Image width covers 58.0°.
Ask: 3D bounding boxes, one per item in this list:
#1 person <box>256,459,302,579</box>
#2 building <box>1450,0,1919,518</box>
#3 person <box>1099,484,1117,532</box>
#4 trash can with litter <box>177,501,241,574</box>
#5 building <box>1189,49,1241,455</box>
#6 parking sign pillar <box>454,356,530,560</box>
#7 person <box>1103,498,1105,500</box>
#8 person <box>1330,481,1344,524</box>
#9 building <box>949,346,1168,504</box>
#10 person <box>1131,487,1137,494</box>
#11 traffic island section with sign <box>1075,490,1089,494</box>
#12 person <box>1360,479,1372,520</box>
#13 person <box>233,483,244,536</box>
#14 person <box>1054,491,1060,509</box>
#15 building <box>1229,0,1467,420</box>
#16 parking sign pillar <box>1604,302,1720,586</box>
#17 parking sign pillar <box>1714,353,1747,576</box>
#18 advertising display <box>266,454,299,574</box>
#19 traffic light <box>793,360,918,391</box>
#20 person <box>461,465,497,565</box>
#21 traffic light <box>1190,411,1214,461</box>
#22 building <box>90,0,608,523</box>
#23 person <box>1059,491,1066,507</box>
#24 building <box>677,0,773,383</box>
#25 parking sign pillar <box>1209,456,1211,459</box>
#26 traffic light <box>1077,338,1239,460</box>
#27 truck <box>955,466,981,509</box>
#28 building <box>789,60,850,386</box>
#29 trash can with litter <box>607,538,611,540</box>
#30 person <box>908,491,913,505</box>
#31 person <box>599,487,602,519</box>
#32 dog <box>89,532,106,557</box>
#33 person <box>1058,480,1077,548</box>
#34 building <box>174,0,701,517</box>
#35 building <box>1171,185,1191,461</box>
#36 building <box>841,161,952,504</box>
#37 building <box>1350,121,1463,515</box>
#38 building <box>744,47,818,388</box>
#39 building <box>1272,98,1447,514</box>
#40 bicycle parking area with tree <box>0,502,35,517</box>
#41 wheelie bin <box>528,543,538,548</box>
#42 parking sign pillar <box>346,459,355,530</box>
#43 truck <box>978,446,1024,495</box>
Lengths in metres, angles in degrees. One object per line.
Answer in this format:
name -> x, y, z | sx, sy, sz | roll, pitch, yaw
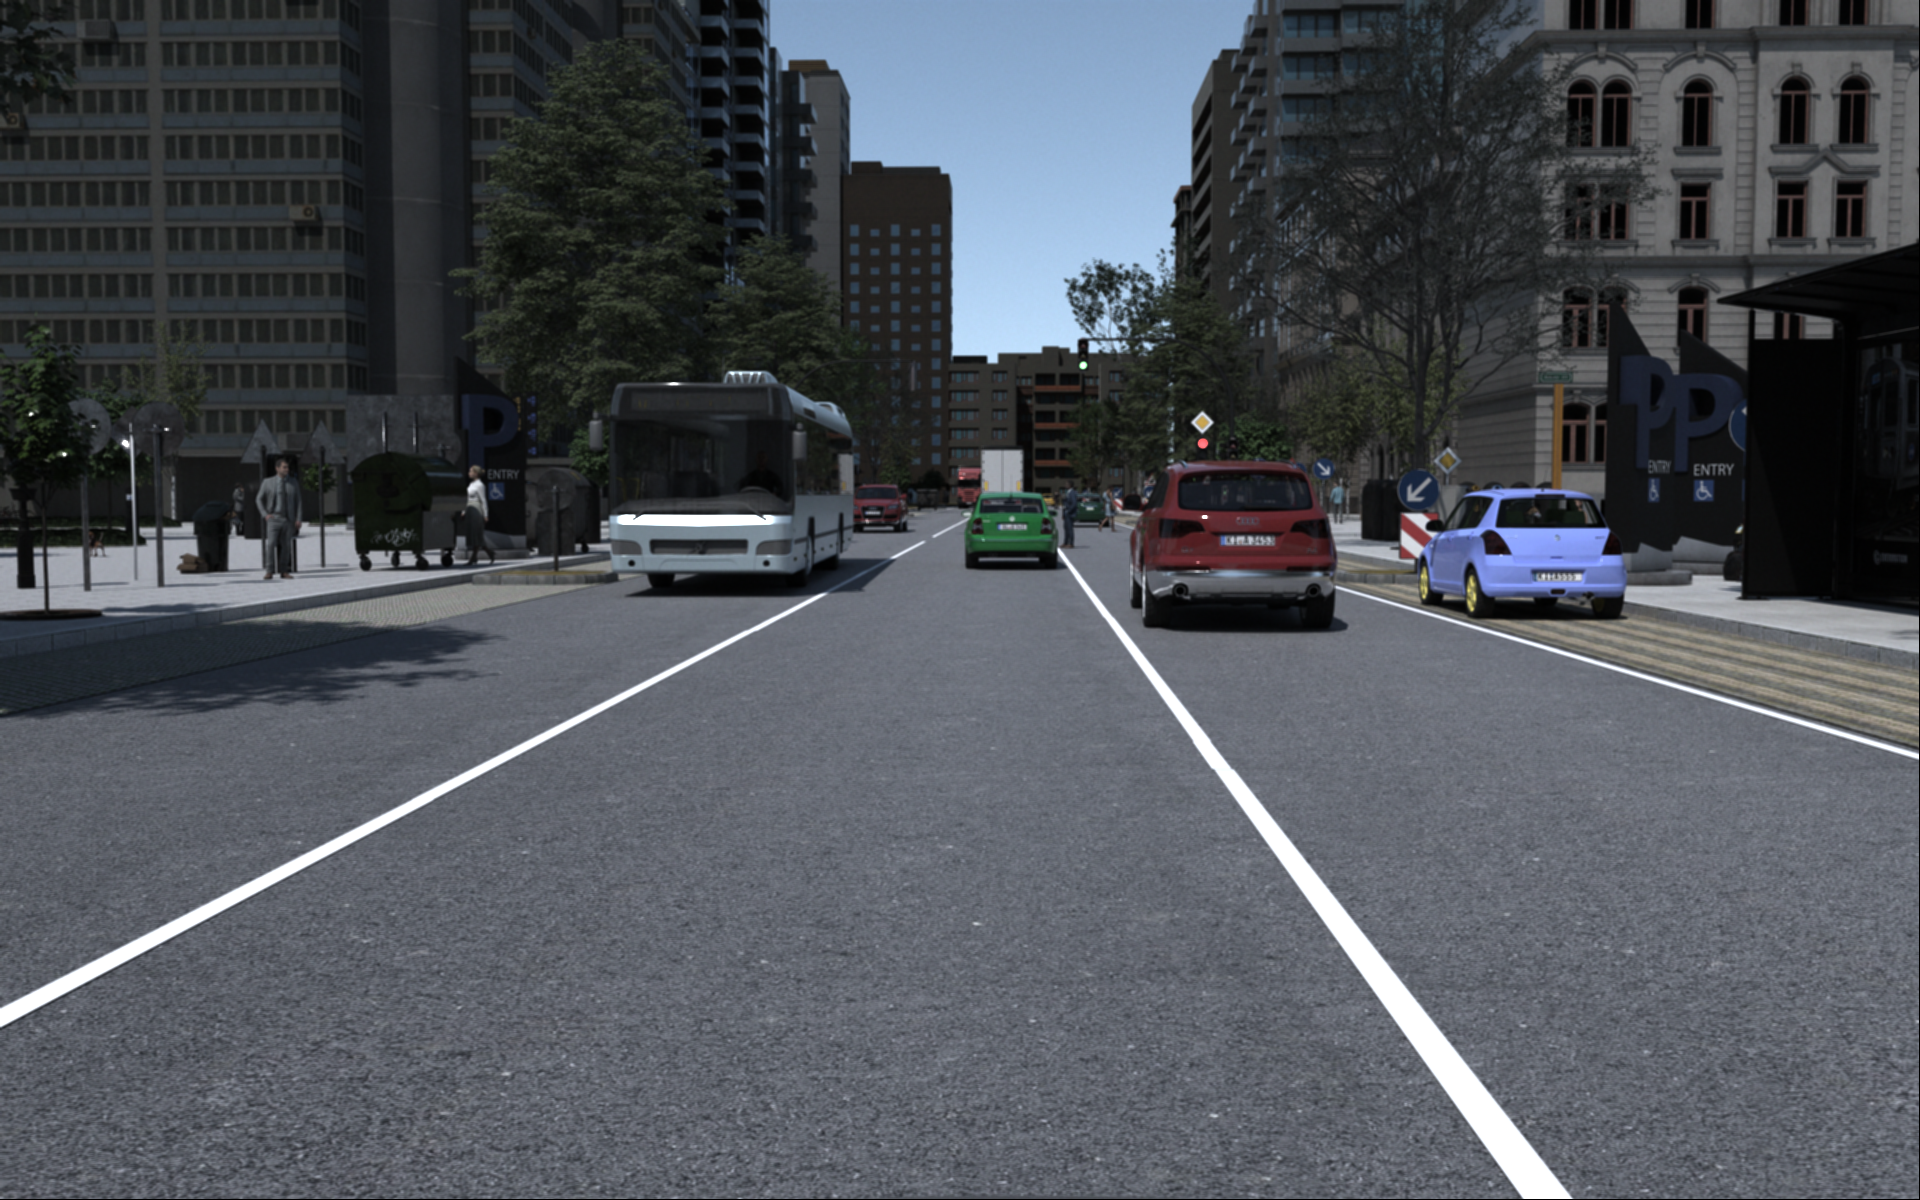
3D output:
person -> -10.299, -1.229, 26.236 | 0.635, 1.810, 0.391 | -3, 5, -43
building -> 34.556, -17.610, 75.310 | 23.554, 28.519, 14.401 | 0, 4, 2
person -> 5.661, -3.491, 65.670 | 0.778, 1.811, 0.616 | -2, 4, -24
trash can with litter -> -12.283, -1.033, 28.273 | 0.624, 1.170, 1.055 | 0, 4, 6
building -> 36.509, -34.394, 186.036 | 21.300, 48.544, 21.600 | 0, 4, 2
parking sign pillar -> -9.261, -2.794, 34.161 | 1.447, 3.967, 1.447 | -3, 5, -44
person -> 14.054, -9.668, 167.347 | 0.421, 1.427, 0.697 | 2, 4, 28
person -> 16.388, -4.240, 75.234 | 0.638, 1.841, 0.748 | 1, 4, 8
building -> 13.432, -24.316, 242.603 | 28.899, 21.520, 27.650 | 0, 4, 2
person -> 13.521, -7.802, 133.708 | 0.694, 1.812, 0.767 | 2, 4, 28
traffic island section with sign -> 11.500, -9.286, 160.448 | 1.989, 1.847, 2.006 | 0, 4, 2
person -> 14.491, -3.392, 61.486 | 0.794, 1.824, 0.713 | 1, 4, 20
person -> -23.376, -2.914, 56.320 | 0.473, 1.802, 0.592 | 0, 4, 1
person -> 9.098, -9.355, 162.258 | 0.445, 1.727, 0.742 | 2, 4, 29
building -> 37.009, -33.033, 159.703 | 23.786, 49.044, 30.456 | 0, 4, 2
parking sign pillar -> 9.737, -2.219, 24.759 | 1.447, 3.967, 1.447 | -3, 5, -43
parking sign pillar -> 12.085, -2.408, 27.845 | 1.447, 3.967, 1.447 | -2, 4, -35
advertising display -> -10.977, -1.399, 28.091 | 0.123, 1.923, 0.974 | 0, 4, 1
traffic light -> -3.820, -5.149, 58.858 | 4.771, 5.953, 1.251 | 0, 4, 2
person -> -8.684, -1.529, 31.274 | 0.641, 1.798, 0.478 | -2, 4, -30
traffic light -> 8.141, -4.253, 58.452 | 0.839, 4.253, 0.868 | 0, 4, 2
building -> -33.102, -24.181, 87.233 | 32.217, 40.220, 23.993 | 0, 4, 2
person -> 11.465, -11.187, 192.195 | 1.217, 1.735, 0.721 | 3, 5, 39
building -> -27.274, -51.150, 148.970 | 22.319, 86.520, 31.000 | 0, 4, 2
parking sign pillar -> 15.011, -7.128, 105.015 | 1.447, 3.967, 1.447 | 0, 4, 1
traffic light -> 5.788, -4.632, 50.397 | 4.771, 5.953, 1.251 | 0, 4, 2
truck -> 1.208, -11.298, 173.642 | 2.839, 4.237, 11.283 | 0, 4, 4
building -> -29.424, -42.633, 239.043 | 28.212, 58.520, 21.231 | 0, 4, 2
trash can with litter -> -10.935, -2.304, 48.726 | 2.233, 1.210, 1.678 | 1, 4, 10
person -> -6.039, -12.521, 211.679 | 0.541, 1.710, 0.530 | 0, 4, -1
person -> -14.979, -3.956, 71.077 | 0.532, 1.782, 0.716 | -1, 4, -20
dog -> -17.743, -1.145, 35.544 | 0.540, 0.507, 0.406 | 0, 4, 2
person -> 2.898, -2.278, 45.922 | 0.419, 1.800, 0.721 | -1, 4, -16
building -> -32.111, -26.162, 119.631 | 32.217, 40.220, 23.993 | 0, 4, 2
building -> 42.168, -35.612, 236.884 | 28.867, 44.769, 22.147 | 0, 4, 2
building -> -8.321, -35.830, 235.934 | 14.200, 45.320, 14.600 | 0, 4, 2
building -> 30.200, -15.501, 95.234 | 13.314, 21.916, 24.055 | 0, 4, 2
building -> -31.060, -34.694, 186.859 | 30.456, 49.044, 23.786 | 0, 4, 2
building -> 29.602, -19.764, 120.398 | 12.463, 27.353, 25.104 | 0, 4, 2
bicycle parking area with tree -> -43.115, -5.153, 71.254 | 9.016, 4.147, 8.231 | -2, 4, -27
wheelie bin -> -9.961, -2.043, 41.310 | 0.693, 1.594, 0.980 | 1, 4, 22
parking sign pillar -> -21.228, -4.491, 61.900 | 1.447, 3.967, 1.447 | 1, 4, 10
truck -> 2.529, -7.163, 106.025 | 2.839, 4.237, 11.283 | 0, 4, 1
